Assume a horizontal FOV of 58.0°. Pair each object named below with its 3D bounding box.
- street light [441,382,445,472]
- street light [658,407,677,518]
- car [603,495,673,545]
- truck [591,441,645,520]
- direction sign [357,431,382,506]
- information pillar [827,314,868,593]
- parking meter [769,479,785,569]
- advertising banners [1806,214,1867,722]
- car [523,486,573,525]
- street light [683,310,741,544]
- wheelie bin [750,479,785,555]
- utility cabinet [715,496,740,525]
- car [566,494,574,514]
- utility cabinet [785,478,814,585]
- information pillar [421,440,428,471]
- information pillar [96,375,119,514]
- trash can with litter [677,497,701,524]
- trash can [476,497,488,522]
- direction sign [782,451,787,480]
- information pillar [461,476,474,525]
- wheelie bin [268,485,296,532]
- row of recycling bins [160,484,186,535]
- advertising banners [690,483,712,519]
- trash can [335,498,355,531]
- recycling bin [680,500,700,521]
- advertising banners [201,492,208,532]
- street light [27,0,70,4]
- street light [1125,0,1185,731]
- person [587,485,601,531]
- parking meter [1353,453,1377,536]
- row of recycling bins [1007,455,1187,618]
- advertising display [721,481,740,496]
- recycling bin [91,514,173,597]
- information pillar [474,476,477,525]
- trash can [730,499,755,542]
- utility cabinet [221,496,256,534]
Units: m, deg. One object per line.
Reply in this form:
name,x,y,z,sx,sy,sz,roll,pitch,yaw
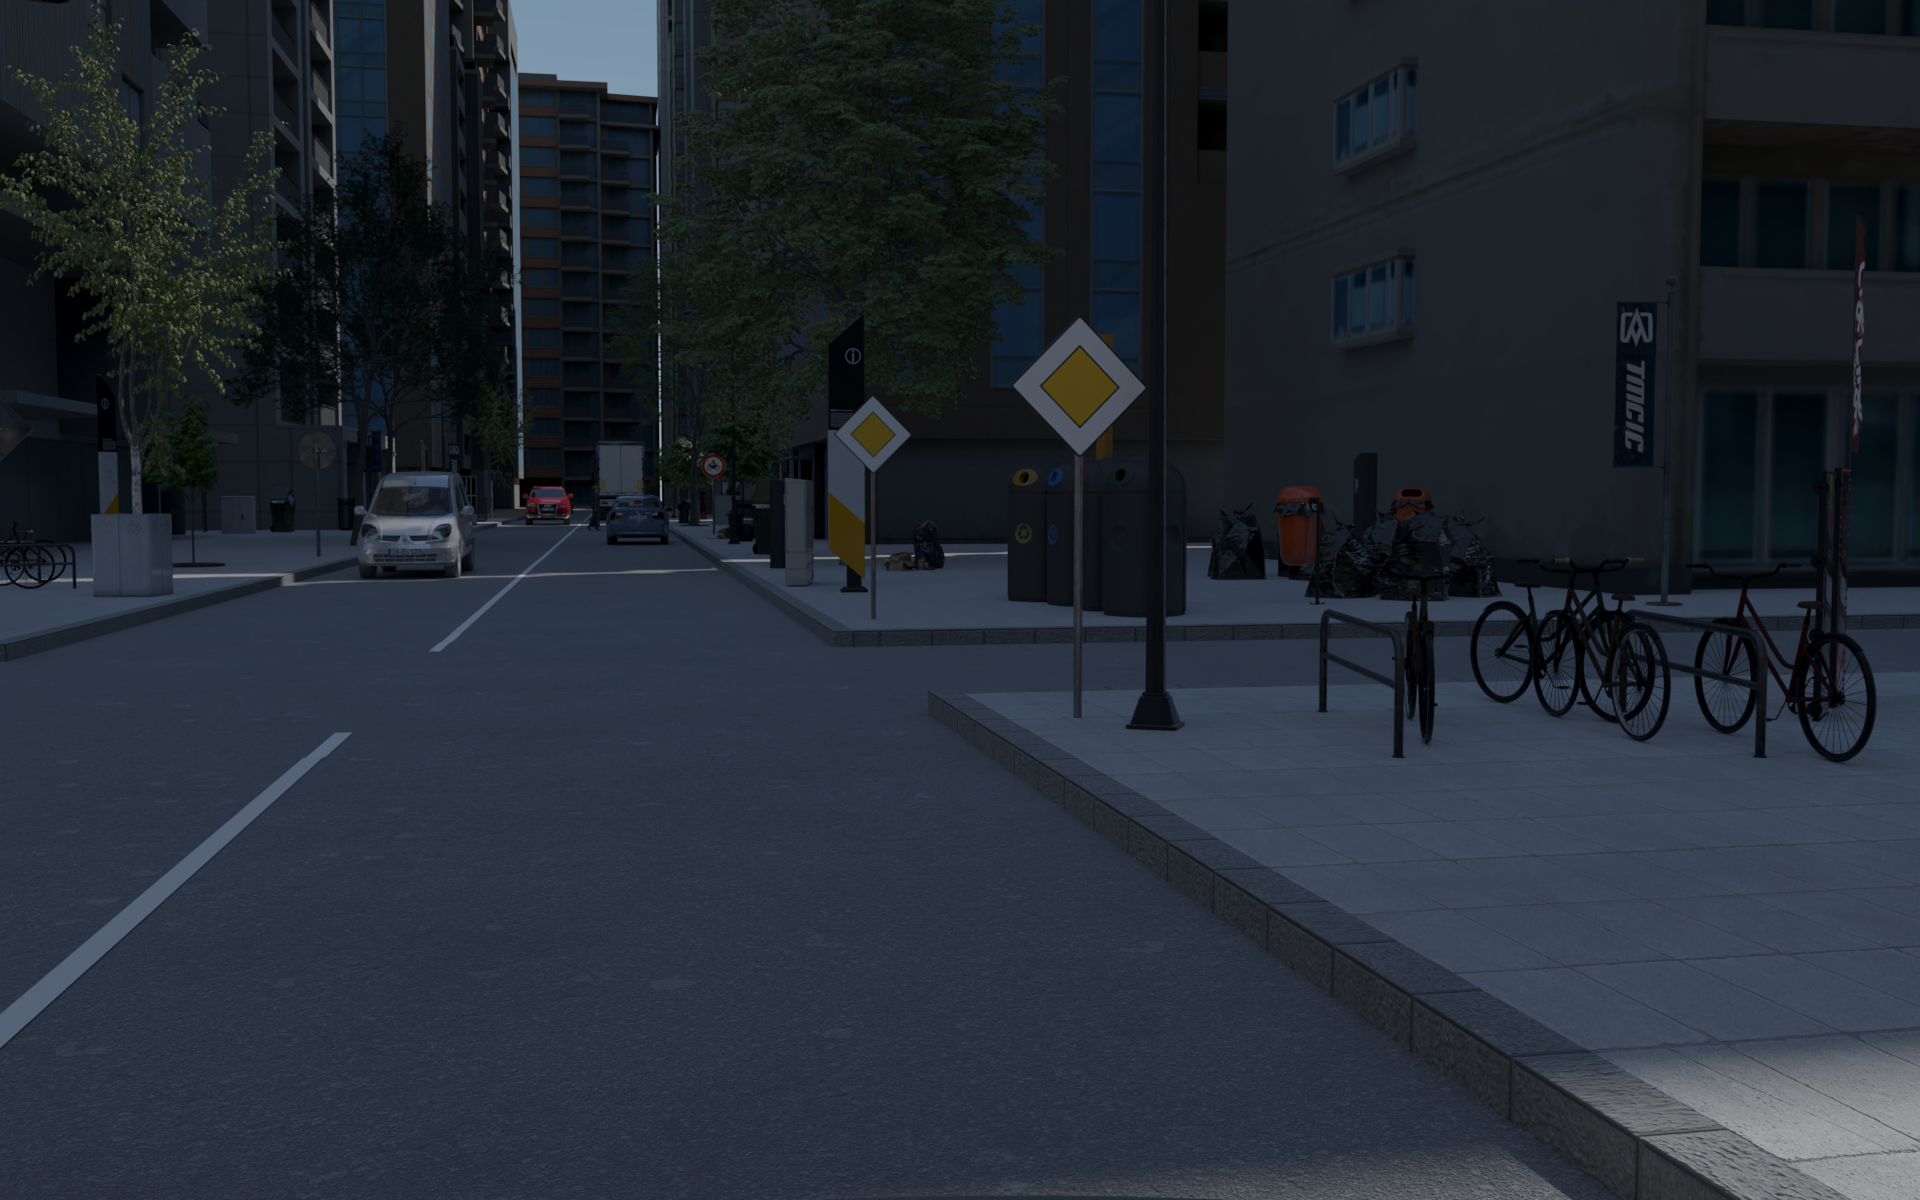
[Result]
street light,-18.299,-5.543,63.176,1.470,5.913,1.316,-1,4,-11
street light,-15.662,-7.267,91.349,1.470,5.913,1.316,-1,4,-11
car,-9.352,-2.344,50.333,2.014,1.417,4.499,-1,4,-10
truck,-19.224,-6.632,97.342,2.839,4.237,11.283,-1,4,-13
direction sign,-21.160,-4.288,62.109,0.876,3.537,0.379,0,4,7
information pillar,-1.464,-1.906,22.520,0.504,3.616,0.183,-1,4,-12
parking meter,-3.103,-1.317,29.939,0.372,1.533,0.369,0,3,0
advertising banners,5.333,-0.874,10.471,0.090,3.025,2.074,2,4,32
car,-19.286,-4.429,81.079,2.281,1.827,5.304,-1,4,-13
street light,-6.309,-4.372,44.021,1.470,5.913,1.316,-1,4,-11
wheelie bin,-4.028,-1.772,36.886,0.980,1.594,0.693,2,4,25
utility cabinet,-9.664,-3.720,71.976,1.020,1.237,0.306,1,4,12
car,-28.463,-6.930,123.085,2.009,1.686,4.222,-1,4,-9
utility cabinet,-2.253,-0.967,24.484,0.318,1.500,1.173,0,3,0
information pillar,-23.313,-5.140,75.397,0.183,3.616,0.504,-3,5,-42
information pillar,-16.851,-2.623,34.241,0.183,3.616,0.504,0,4,8
trash can with litter,-11.734,-3.894,75.052,1.055,1.170,0.624,1,4,13
trash can,-21.923,-4.128,79.148,0.748,1.137,0.748,0,3,0
direction sign,-6.436,-4.375,63.521,0.379,3.537,0.876,0,4,3
information pillar,-20.136,-4.042,70.572,0.304,2.012,0.304,1,4,18
wheelie bin,-22.804,-3.081,58.279,0.980,1.594,0.693,1,4,8
row of recycling bins,-26.023,-2.859,53.852,3.534,1.692,1.069,-1,4,-22
advertising banners,-13.265,-5.698,89.356,2.074,3.025,0.090,3,5,44
trash can,-21.563,-3.013,60.918,0.748,1.137,0.748,0,3,0
recycling bin,-12.364,-4.084,79.329,0.722,1.027,0.722,1,4,9
advertising banners,-25.641,-3.820,58.639,0.090,3.025,2.074,-2,4,-28
street light,-8.867,-2.655,15.952,1.470,5.913,1.316,-1,4,-11
street light,0.543,-2.246,9.260,1.470,5.913,1.316,-1,4,-11
person,-14.317,-3.607,67.898,0.576,1.772,0.534,3,5,44
parking meter,5.800,-1.168,24.814,0.255,1.863,0.399,0,4,-1
row of recycling bins,1.519,-0.766,19.638,1.069,1.692,3.534,-1,4,-21
advertising display,-11.149,-4.825,84.110,0.974,1.923,0.123,-2,4,-31
recycling bin,-10.442,-0.570,21.866,0.722,1.027,0.722,0,4,-2
information pillar,-20.121,-4.086,71.300,0.304,2.012,0.304,2,4,30
trash can,-5.841,-2.154,46.877,0.748,1.137,0.748,0,3,0
utility cabinet,-23.245,-2.729,55.788,1.020,1.237,0.306,0,4,3
